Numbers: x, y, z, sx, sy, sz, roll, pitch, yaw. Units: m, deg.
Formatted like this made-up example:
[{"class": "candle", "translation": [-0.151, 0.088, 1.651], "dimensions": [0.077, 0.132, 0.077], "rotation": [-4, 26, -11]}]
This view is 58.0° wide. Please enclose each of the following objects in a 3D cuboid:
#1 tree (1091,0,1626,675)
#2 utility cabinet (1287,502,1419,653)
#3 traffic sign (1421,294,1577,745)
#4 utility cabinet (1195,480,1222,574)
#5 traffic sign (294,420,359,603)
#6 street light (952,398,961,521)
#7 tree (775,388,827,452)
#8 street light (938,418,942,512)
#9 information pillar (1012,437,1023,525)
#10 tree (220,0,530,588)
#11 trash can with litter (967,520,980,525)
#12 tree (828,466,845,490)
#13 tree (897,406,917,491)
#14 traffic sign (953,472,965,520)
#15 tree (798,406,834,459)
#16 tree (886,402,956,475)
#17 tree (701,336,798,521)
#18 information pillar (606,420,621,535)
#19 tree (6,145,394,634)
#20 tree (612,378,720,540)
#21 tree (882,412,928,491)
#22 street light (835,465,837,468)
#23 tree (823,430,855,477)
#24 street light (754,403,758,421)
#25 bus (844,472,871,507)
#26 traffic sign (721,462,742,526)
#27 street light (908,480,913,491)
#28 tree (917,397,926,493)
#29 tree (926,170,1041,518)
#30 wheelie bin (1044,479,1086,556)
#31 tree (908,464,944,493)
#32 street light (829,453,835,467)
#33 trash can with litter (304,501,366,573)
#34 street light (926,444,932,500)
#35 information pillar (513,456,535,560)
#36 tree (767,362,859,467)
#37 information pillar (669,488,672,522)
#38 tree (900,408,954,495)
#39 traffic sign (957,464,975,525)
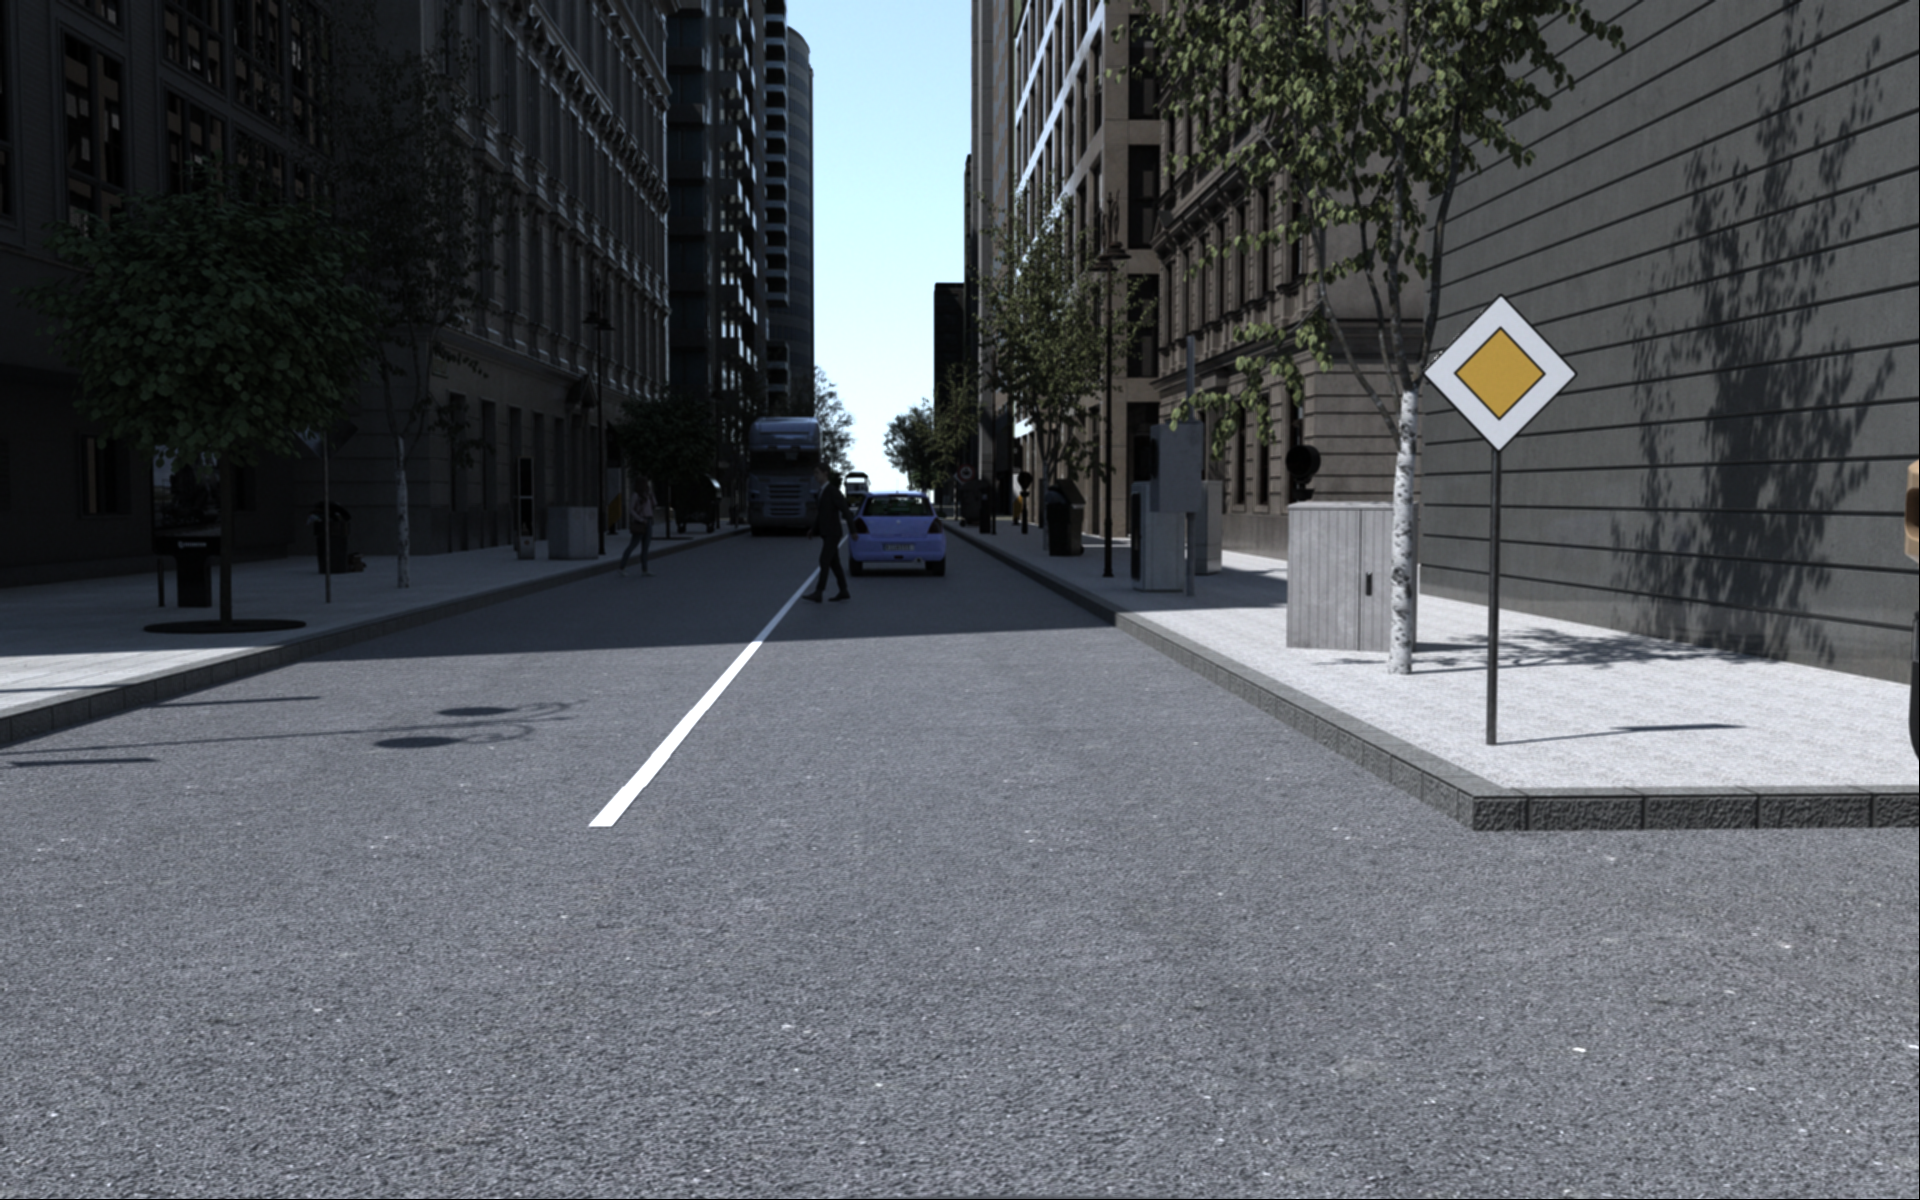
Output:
[{"class": "tree", "translation": [3.085, -3.790, 12.336], "dimensions": [4.737, 8.622, 4.395], "rotation": [0, 3, 0]}, {"class": "utility cabinet", "translation": [3.225, -0.190, 14.274], "dimensions": [1.020, 1.237, 0.306], "rotation": [2, 4, 31]}, {"class": "traffic sign", "translation": [2.715, -0.315, 8.795], "dimensions": [0.795, 2.450, 0.064], "rotation": [0, 4, -3]}, {"class": "utility cabinet", "translation": [3.937, -1.170, 27.812], "dimensions": [0.318, 1.500, 1.173], "rotation": [1, 4, 20]}, {"class": "traffic sign", "translation": [-7.429, -1.170, 20.307], "dimensions": [0.795, 2.450, 0.064], "rotation": [0, 4, 3]}, {"class": "street light", "translation": [-0.174, -6.771, 83.500], "dimensions": [0.468, 5.910, 1.993], "rotation": [0, 4, -3]}, {"class": "tree", "translation": [-11.668, -10.417, 120.672], "dimensions": [4.737, 8.622, 4.395], "rotation": [0, 3, 0]}, {"class": "street light", "translation": [-1.135, -7.983, 103.314], "dimensions": [0.468, 5.910, 1.993], "rotation": [0, 4, -3]}, {"class": "information pillar", "translation": [2.365, -4.877, 71.090], "dimensions": [0.504, 3.616, 0.183], "rotation": [3, 5, 44]}, {"class": "tree", "translation": [-7.654, -4.457, 23.238], "dimensions": [4.360, 8.622, 3.978], "rotation": [0, 3, 0]}, {"class": "trash can with litter", "translation": [0.620, -3.658, 71.198], "dimensions": [0.624, 1.170, 1.055], "rotation": [-1, 4, -19]}, {"class": "tree", "translation": [-15.215, -13.507, 204.547], "dimensions": [4.285, 4.588, 4.351], "rotation": [0, 3, 0]}, {"class": "tree", "translation": [-0.431, -8.750, 93.422], "dimensions": [4.737, 8.622, 4.395], "rotation": [0, 3, 0]}, {"class": "traffic sign", "translation": [0.092, -4.387, 72.916], "dimensions": [0.795, 2.450, 0.064], "rotation": [0, 4, 1]}, {"class": "tree", "translation": [-12.835, -11.933, 145.472], "dimensions": [4.360, 8.622, 3.978], "rotation": [0, 3, 0]}, {"class": "tree", "translation": [-4.033, -14.786, 176.165], "dimensions": [7.601, 10.594, 8.767], "rotation": [-1, 4, -20]}, {"class": "tree", "translation": [-9.978, -7.969, 80.654], "dimensions": [4.360, 8.622, 3.978], "rotation": [0, 3, 0]}, {"class": "information pillar", "translation": [-10.919, -3.870, 54.629], "dimensions": [0.504, 3.616, 0.183], "rotation": [2, 4, 28]}, {"class": "tree", "translation": [-7.086, -1.999, 16.402], "dimensions": [4.285, 4.588, 4.351], "rotation": [0, 3, 0]}, {"class": "tree", "translation": [-8.287, -4.006, 49.219], "dimensions": [4.285, 4.588, 4.351], "rotation": [0, 3, 0]}, {"class": "tree", "translation": [-6.402, -18.025, 220.461], "dimensions": [9.928, 11.665, 9.643], "rotation": [0, 3, 0]}, {"class": "street light", "translation": [-16.096, -15.421, 224.926], "dimensions": [0.468, 5.910, 1.993], "rotation": [0, 4, -3]}, {"class": "tree", "translation": [-17.840, -18.567, 237.976], "dimensions": [7.601, 10.594, 8.767], "rotation": [-3, 5, -44]}, {"class": "street light", "translation": [-9.961, -6.900, 85.600], "dimensions": [0.468, 5.910, 1.993], "rotation": [0, 4, -3]}, {"class": "bus", "translation": [-11.530, -12.312, 192.855], "dimensions": [2.896, 3.916, 12.252], "rotation": [0, 4, -4]}, {"class": "traffic sign", "translation": [-9.307, -4.317, 70.585], "dimensions": [0.884, 2.594, 0.081], "rotation": [0, 4, 5]}, {"class": "street light", "translation": [-7.211, -16.520, 242.891], "dimensions": [0.468, 5.910, 1.993], "rotation": [0, 4, -3]}, {"class": "tree", "translation": [2.173, -5.795, 45.111], "dimensions": [4.737, 8.622, 4.395], "rotation": [0, 3, 0]}, {"class": "tree", "translation": [2.103, -5.439, 39.294], "dimensions": [4.737, 8.622, 4.395], "rotation": [0, 3, 0]}, {"class": "wheelie bin", "translation": [2.153, -1.714, 35.940], "dimensions": [0.693, 1.594, 0.980], "rotation": [2, 4, 33]}, {"class": "tree", "translation": [-3.285, -11.227, 167.279], "dimensions": [4.285, 4.588, 4.351], "rotation": [0, 3, 0]}, {"class": "street light", "translation": [-14.784, -13.687, 196.565], "dimensions": [0.468, 5.910, 1.993], "rotation": [0, 4, -3]}, {"class": "trash can with litter", "translation": [-10.163, -1.031, 28.245], "dimensions": [0.624, 1.170, 1.055], "rotation": [0, 4, 7]}, {"class": "street light", "translation": [-2.355, -9.743, 132.081], "dimensions": [0.468, 5.910, 1.993], "rotation": [0, 4, -3]}, {"class": "information pillar", "translation": [-8.521, -1.800, 33.930], "dimensions": [0.304, 2.012, 0.304], "rotation": [-2, 4, -23]}, {"class": "tree", "translation": [-14.038, -15.251, 159.722], "dimensions": [12.009, 13.543, 11.850], "rotation": [0, 3, 0]}, {"class": "information pillar", "translation": [-13.534, -5.418, 79.946], "dimensions": [0.183, 3.616, 0.504], "rotation": [1, 4, 19]}, {"class": "tree", "translation": [-2.777, -11.971, 146.085], "dimensions": [4.360, 8.622, 3.978], "rotation": [0, 3, 0]}, {"class": "traffic sign", "translation": [0.267, -4.426, 72.469], "dimensions": [0.768, 2.556, 0.104], "rotation": [0, 4, 4]}]
